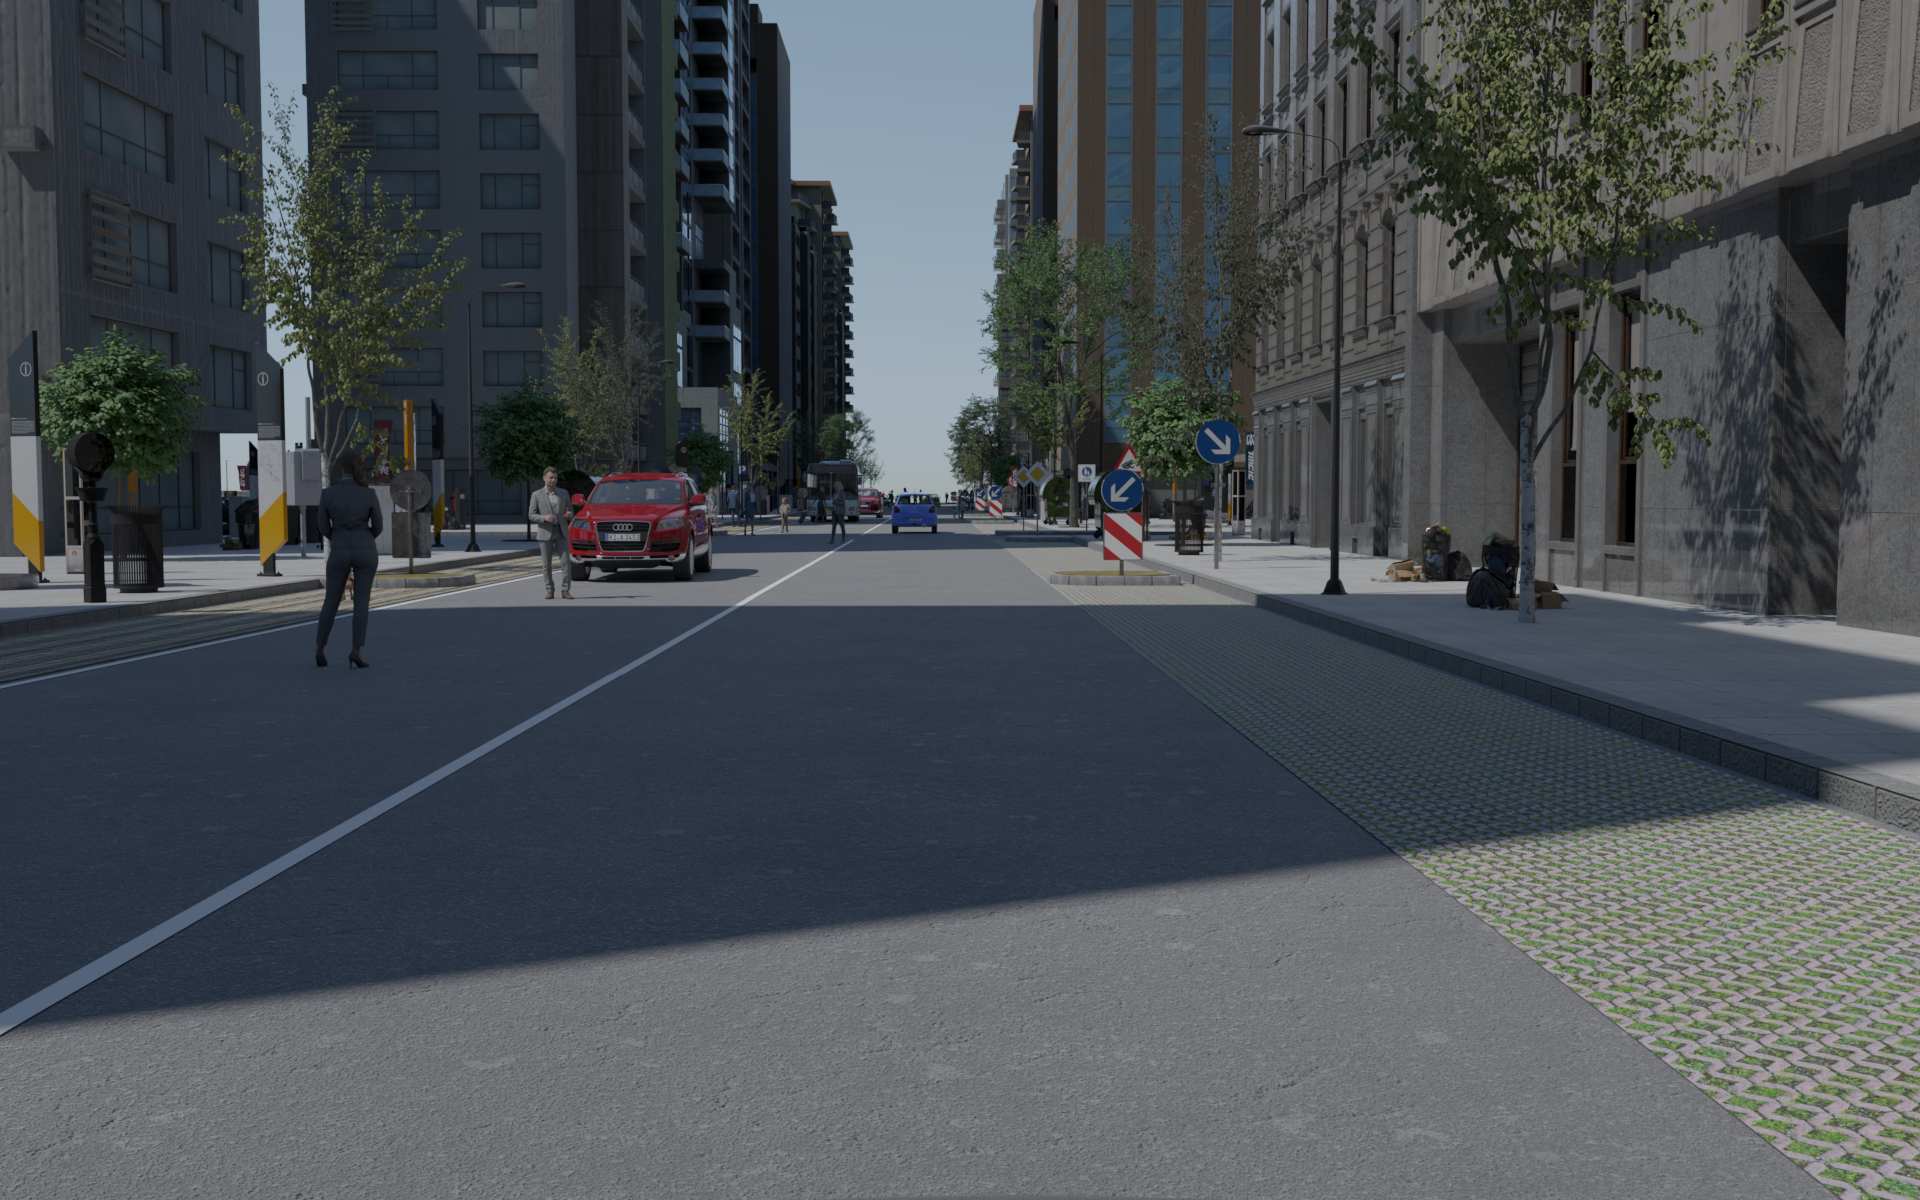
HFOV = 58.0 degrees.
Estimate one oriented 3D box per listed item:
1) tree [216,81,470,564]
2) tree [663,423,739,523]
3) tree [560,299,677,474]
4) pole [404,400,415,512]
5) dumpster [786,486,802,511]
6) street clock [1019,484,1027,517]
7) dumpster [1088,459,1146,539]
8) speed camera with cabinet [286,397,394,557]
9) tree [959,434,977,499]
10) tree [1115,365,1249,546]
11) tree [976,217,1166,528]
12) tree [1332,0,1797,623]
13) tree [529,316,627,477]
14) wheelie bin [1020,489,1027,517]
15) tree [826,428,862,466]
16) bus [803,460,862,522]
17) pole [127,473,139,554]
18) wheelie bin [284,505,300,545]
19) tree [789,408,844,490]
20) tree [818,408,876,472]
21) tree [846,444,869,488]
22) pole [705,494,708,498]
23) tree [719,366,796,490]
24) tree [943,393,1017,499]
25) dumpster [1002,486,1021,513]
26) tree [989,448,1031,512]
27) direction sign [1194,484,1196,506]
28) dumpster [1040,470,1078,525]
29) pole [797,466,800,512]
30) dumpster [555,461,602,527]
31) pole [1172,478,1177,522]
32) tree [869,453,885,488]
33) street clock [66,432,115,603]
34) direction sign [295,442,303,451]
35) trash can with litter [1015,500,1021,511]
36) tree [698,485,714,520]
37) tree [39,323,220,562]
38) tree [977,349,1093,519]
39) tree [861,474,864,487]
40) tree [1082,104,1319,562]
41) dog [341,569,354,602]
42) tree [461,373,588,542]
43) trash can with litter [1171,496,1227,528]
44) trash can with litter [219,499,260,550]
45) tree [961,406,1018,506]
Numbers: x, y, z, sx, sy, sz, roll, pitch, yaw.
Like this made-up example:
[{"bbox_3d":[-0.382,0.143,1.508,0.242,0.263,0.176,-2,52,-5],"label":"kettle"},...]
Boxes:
[{"bbox_3d":[-11.401,-4.961,31.471,4.737,8.622,4.395,0,3,0],"label":"tree"},{"bbox_3d":[-11.604,-5.785,78.293,4.285,4.588,4.351,0,3,0],"label":"tree"},{"bbox_3d":[-12.646,-6.982,64.513,4.360,8.622,3.978,0,3,0],"label":"tree"},{"bbox_3d":[-11.960,-2.679,37.647,0.158,3.312,0.155,0,3,0],"label":"pole"},{"bbox_3d":[-12.344,-7.533,128.914,1.264,1.857,1.865,0,4,-1],"label":"dumpster"},{"bbox_3d":[3.548,-5.713,97.976,0.358,2.002,0.471,3,5,42],"label":"street clock"},{"bbox_3d":[4.453,-2.847,49.043,1.502,2.255,1.985,0,4,-1],"label":"dumpster"},{"bbox_3d":[-12.865,-2.545,35.941,2.038,3.252,0.660,-3,4,-38],"label":"speed camera with cabinet"},{"bbox_3d":[2.118,-15.758,208.012,4.737,8.622,4.395,0,3,0],"label":"tree"},{"bbox_3d":[5.479,-3.622,42.929,4.285,4.588,4.351,0,3,0],"label":"tree"},{"bbox_3d":[4.207,-8.577,65.986,9.928,11.665,9.643,0,3,0],"label":"tree"},{"bbox_3d":[5.634,-4.065,16.826,4.737,8.622,4.395,0,3,0],"label":"tree"},{"bbox_3d":[-15.603,-7.387,71.141,4.737,8.622,4.395,0,3,0],"label":"tree"},{"bbox_3d":[3.709,-5.412,96.400,0.693,1.594,0.980,0,4,4],"label":"wheelie bin"},{"bbox_3d":[-13.114,-14.879,193.638,4.737,8.622,4.395,0,3,0],"label":"tree"},{"bbox_3d":[-6.628,-5.958,92.266,2.948,3.499,13.247,0,4,-3],"label":"bus"},{"bbox_3d":[-17.794,-2.655,37.245,0.158,3.312,0.155,0,3,0],"label":"pole"},{"bbox_3d":[-17.048,-2.178,43.521,0.980,1.594,0.693,-2,4,-35],"label":"wheelie bin"},{"bbox_3d":[-12.866,-12.209,149.982,4.360,8.622,3.978,0,3,0],"label":"tree"},{"bbox_3d":[-13.580,-17.273,208.169,9.928,11.665,9.643,0,3,0],"label":"tree"},{"bbox_3d":[-14.710,-17.310,233.375,4.360,8.622,3.978,0,3,0],"label":"tree"},{"bbox_3d":[-14.940,-6.618,102.047,0.158,3.312,0.155,0,3,0],"label":"pole"},{"bbox_3d":[-11.819,-9.134,99.706,4.737,8.622,4.395,0,3,0],"label":"tree"},{"bbox_3d":[2.768,-19.094,218.839,9.857,13.997,8.962,0,3,0],"label":"tree"},{"bbox_3d":[3.473,-6.813,117.158,1.264,1.857,1.865,0,4,-1],"label":"dumpster"},{"bbox_3d":[3.681,-8.535,123.256,4.285,4.588,4.351,0,3,0],"label":"tree"},{"bbox_3d":[8.500,-4.317,62.586,0.379,3.537,0.876,-1,4,-13],"label":"direction sign"},{"bbox_3d":[4.106,-4.234,71.715,1.502,2.255,1.985,0,4,-1],"label":"dumpster"},{"bbox_3d":[-11.808,-8.123,126.659,0.158,3.312,0.155,0,3,0],"label":"pole"},{"bbox_3d":[-11.141,-2.937,50.509,1.502,2.255,1.985,0,4,-1],"label":"dumpster"},{"bbox_3d":[9.990,-5.298,80.462,0.158,3.312,0.155,0,3,0],"label":"pole"},{"bbox_3d":[-14.520,-18.949,260.174,4.360,8.622,3.978,0,3,0],"label":"tree"},{"bbox_3d":[-10.226,-0.969,20.421,0.358,2.002,0.471,3,4,38],"label":"street clock"},{"bbox_3d":[-28.998,-5.142,76.065,0.379,3.537,0.876,-3,5,-41],"label":"direction sign"},{"bbox_3d":[4.615,-7.373,131.930,0.624,1.170,1.055,-3,4,-37],"label":"trash can with litter"},{"bbox_3d":[-12.764,-5.560,85.515,1.663,3.219,1.824,0,3,0],"label":"tree"},{"bbox_3d":[-16.121,-3.040,33.417,4.285,4.588,4.351,0,3,0],"label":"tree"},{"bbox_3d":[4.204,-8.359,87.031,4.737,8.622,4.395,0,3,0],"label":"tree"},{"bbox_3d":[-14.089,-14.692,223.928,4.285,4.588,4.351,0,3,0],"label":"tree"},{"bbox_3d":[4.743,-5.046,32.860,4.360,8.622,3.978,0,3,0],"label":"tree"},{"bbox_3d":[-8.165,-0.232,23.075,0.540,0.507,0.406,2,4,25],"label":"dog"},{"bbox_3d":[-11.844,-3.877,47.103,4.285,4.588,4.351,0,3,0],"label":"tree"},{"bbox_3d":[8.973,-3.357,65.939,1.678,1.210,2.233,-2,4,-34],"label":"trash can with litter"},{"bbox_3d":[-16.481,-1.740,39.831,0.624,1.170,1.055,1,4,19],"label":"trash can with litter"},{"bbox_3d":[2.938,-11.834,143.845,4.360,8.622,3.978,0,3,0],"label":"tree"}]
